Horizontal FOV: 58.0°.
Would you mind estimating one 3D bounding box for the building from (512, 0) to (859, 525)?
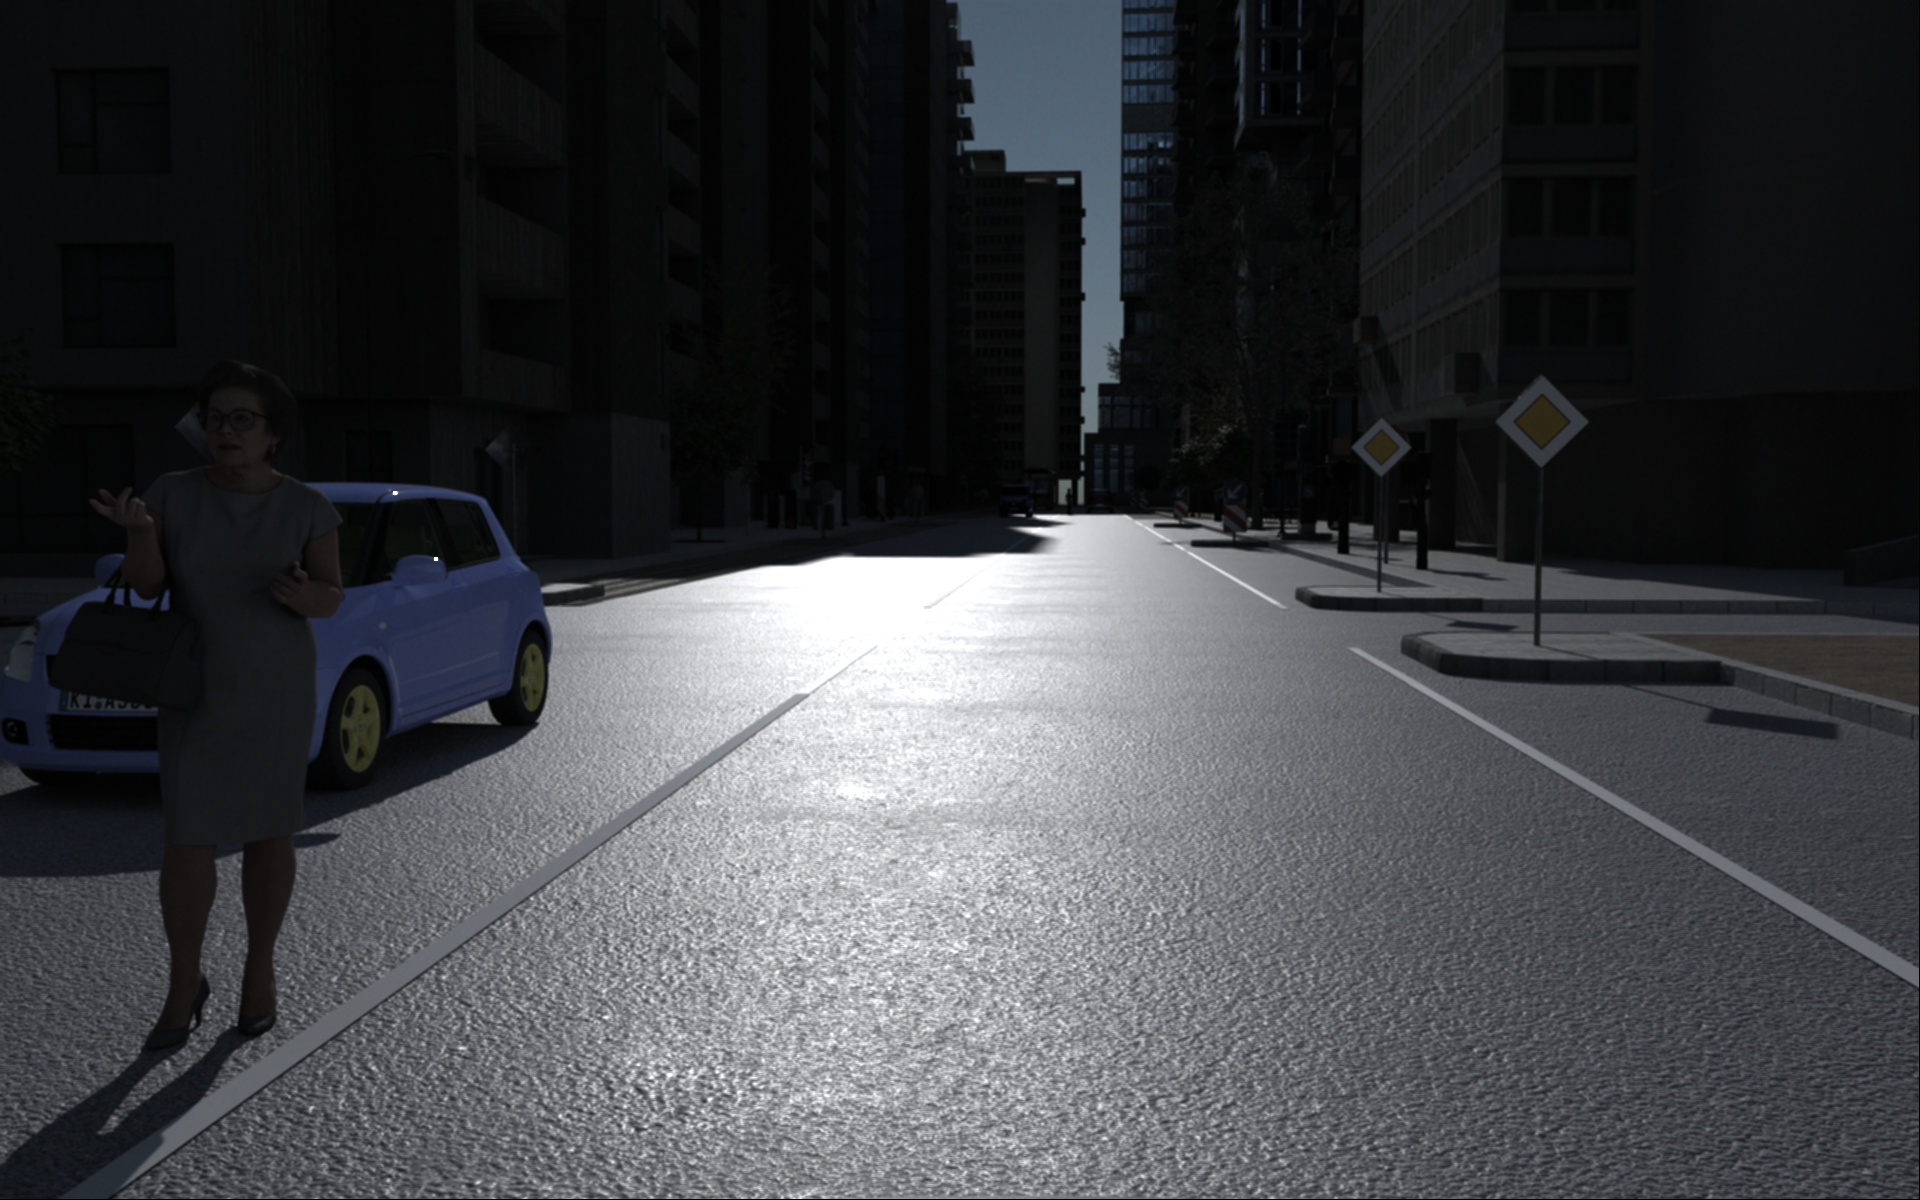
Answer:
[{"bbox_3d":[-13.028,-19.291,87.116,14.160,30.474,14.107,0,4,4],"label":"building"}]

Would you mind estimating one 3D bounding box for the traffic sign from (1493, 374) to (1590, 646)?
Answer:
[{"bbox_3d":[4.885,-0.671,14.614,0.795,2.450,0.064,0,4,4],"label":"traffic sign"}]

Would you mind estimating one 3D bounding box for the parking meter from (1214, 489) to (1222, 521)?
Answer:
[{"bbox_3d":[12.098,-4.448,81.129,0.372,1.533,0.369,0,3,0],"label":"parking meter"}]

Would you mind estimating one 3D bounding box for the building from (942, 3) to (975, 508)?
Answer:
[{"bbox_3d":[-14.146,-33.165,161.849,30.456,49.044,23.786,0,4,4],"label":"building"}]

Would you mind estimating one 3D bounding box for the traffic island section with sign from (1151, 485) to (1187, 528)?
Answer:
[{"bbox_3d":[9.365,-4.037,74.637,1.989,1.847,2.006,0,4,4],"label":"traffic island section with sign"}]

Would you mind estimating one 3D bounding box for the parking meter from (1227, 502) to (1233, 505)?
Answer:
[{"bbox_3d":[10.220,-3.473,65.200,0.372,1.533,0.369,0,3,0],"label":"parking meter"}]

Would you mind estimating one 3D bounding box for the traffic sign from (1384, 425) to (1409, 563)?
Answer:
[{"bbox_3d":[7.887,-1.950,31.995,0.768,2.556,0.104,1,4,9],"label":"traffic sign"}]

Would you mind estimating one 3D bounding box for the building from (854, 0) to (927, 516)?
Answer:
[{"bbox_3d":[-18.815,-25.652,111.293,32.217,40.220,23.993,0,4,4],"label":"building"}]

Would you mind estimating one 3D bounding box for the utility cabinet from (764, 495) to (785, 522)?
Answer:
[{"bbox_3d":[-8.444,-4.158,79.146,1.020,1.237,0.306,-1,4,-14],"label":"utility cabinet"}]

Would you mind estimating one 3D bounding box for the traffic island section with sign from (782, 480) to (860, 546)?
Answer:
[{"bbox_3d":[-3.854,-2.452,48.717,1.989,1.847,2.006,0,4,4],"label":"traffic island section with sign"}]

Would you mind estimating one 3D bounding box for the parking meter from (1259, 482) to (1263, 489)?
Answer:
[{"bbox_3d":[14.138,-4.642,81.605,0.255,1.863,0.399,0,4,2],"label":"parking meter"}]

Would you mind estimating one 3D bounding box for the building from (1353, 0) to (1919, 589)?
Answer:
[{"bbox_3d":[21.814,-21.060,36.211,23.993,40.220,32.217,0,4,4],"label":"building"}]

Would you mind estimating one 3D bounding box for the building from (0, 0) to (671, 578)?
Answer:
[{"bbox_3d":[-14.002,-15.899,31.654,14.160,30.474,14.107,0,4,4],"label":"building"}]

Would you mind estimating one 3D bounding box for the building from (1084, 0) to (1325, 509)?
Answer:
[{"bbox_3d":[29.356,-53.664,190.076,31.000,86.520,22.319,0,4,4],"label":"building"}]

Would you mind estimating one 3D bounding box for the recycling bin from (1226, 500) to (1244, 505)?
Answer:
[{"bbox_3d":[12.725,-4.136,80.182,0.722,1.027,0.722,0,4,-3],"label":"recycling bin"}]

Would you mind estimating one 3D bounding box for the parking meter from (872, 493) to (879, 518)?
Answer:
[{"bbox_3d":[-4.613,-5.425,94.415,0.255,1.863,0.399,1,4,16],"label":"parking meter"}]

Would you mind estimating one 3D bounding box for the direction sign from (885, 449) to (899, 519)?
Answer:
[{"bbox_3d":[-3.494,-5.855,87.731,0.876,3.537,0.379,1,4,23],"label":"direction sign"}]

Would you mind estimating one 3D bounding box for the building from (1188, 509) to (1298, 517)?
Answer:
[{"bbox_3d":[26.497,-48.800,110.549,22.319,86.520,31.000,0,4,4],"label":"building"}]

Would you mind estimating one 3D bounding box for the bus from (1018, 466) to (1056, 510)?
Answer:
[{"bbox_3d":[7.009,-9.962,154.424,2.896,3.916,12.252,0,4,6],"label":"bus"}]

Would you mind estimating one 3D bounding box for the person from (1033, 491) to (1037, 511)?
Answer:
[{"bbox_3d":[6.425,-8.403,146.709,0.721,1.723,1.217,0,4,7],"label":"person"}]

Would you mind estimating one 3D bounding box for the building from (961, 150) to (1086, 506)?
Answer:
[{"bbox_3d":[2.296,-30.979,198.385,23.993,40.220,32.217,0,4,4],"label":"building"}]

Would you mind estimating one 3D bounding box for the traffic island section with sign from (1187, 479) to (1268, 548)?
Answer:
[{"bbox_3d":[7.344,-2.371,47.390,1.989,1.847,2.006,0,4,4],"label":"traffic island section with sign"}]

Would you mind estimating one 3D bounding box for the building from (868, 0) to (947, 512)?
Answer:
[{"bbox_3d":[-8.468,-29.320,129.485,14.600,45.320,14.200,0,4,4],"label":"building"}]

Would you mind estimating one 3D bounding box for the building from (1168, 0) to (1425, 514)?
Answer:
[{"bbox_3d":[28.639,-29.836,142.440,22.147,44.769,28.867,0,4,4],"label":"building"}]

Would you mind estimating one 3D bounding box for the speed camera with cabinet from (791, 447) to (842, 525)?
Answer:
[{"bbox_3d":[-6.028,-4.791,72.669,2.038,3.252,0.660,-1,4,-21],"label":"speed camera with cabinet"}]

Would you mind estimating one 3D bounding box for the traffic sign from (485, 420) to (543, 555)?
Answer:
[{"bbox_3d":[-6.035,-1.211,23.448,0.795,2.450,0.064,0,4,4],"label":"traffic sign"}]

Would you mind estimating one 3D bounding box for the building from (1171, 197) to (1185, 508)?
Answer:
[{"bbox_3d":[27.091,-24.024,164.497,14.160,30.474,14.107,0,4,4],"label":"building"}]

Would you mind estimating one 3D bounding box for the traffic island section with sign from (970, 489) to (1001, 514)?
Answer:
[{"bbox_3d":[1.798,-7.116,124.969,1.989,1.847,2.006,0,4,4],"label":"traffic island section with sign"}]

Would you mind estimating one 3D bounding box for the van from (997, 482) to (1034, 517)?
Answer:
[{"bbox_3d":[3.533,-6.352,108.246,2.240,2.365,5.245,0,4,6],"label":"van"}]

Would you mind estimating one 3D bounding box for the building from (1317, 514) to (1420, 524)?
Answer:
[{"bbox_3d":[27.717,-26.094,81.263,22.147,44.769,28.867,0,4,4],"label":"building"}]

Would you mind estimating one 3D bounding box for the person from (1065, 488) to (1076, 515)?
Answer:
[{"bbox_3d":[7.502,-6.732,118.502,0.705,1.831,1.348,-2,4,-24],"label":"person"}]

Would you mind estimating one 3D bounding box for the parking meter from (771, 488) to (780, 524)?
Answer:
[{"bbox_3d":[-7.937,-4.033,74.344,0.372,1.533,0.369,0,3,0],"label":"parking meter"}]

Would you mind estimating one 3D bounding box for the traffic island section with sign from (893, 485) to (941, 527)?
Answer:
[{"bbox_3d":[-1.848,-4.110,75.821,1.989,1.847,2.006,0,4,4],"label":"traffic island section with sign"}]

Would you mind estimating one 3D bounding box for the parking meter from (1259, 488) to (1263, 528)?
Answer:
[{"bbox_3d":[11.173,-3.457,64.926,0.372,1.533,0.369,0,3,0],"label":"parking meter"}]

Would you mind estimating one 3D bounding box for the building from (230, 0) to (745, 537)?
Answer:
[{"bbox_3d":[-16.033,-17.805,62.812,14.160,30.474,14.107,0,4,4],"label":"building"}]

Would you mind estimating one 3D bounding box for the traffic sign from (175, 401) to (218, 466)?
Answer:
[{"bbox_3d":[-6.626,-0.724,15.485,0.795,2.450,0.064,0,4,4],"label":"traffic sign"}]

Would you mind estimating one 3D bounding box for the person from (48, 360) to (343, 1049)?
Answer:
[{"bbox_3d":[-1.983,0.266,4.513,0.716,1.782,0.532,-1,4,-17],"label":"person"}]

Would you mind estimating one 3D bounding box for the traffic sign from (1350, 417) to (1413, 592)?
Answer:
[{"bbox_3d":[5.476,-1.158,22.577,0.795,2.450,0.064,0,4,4],"label":"traffic sign"}]
